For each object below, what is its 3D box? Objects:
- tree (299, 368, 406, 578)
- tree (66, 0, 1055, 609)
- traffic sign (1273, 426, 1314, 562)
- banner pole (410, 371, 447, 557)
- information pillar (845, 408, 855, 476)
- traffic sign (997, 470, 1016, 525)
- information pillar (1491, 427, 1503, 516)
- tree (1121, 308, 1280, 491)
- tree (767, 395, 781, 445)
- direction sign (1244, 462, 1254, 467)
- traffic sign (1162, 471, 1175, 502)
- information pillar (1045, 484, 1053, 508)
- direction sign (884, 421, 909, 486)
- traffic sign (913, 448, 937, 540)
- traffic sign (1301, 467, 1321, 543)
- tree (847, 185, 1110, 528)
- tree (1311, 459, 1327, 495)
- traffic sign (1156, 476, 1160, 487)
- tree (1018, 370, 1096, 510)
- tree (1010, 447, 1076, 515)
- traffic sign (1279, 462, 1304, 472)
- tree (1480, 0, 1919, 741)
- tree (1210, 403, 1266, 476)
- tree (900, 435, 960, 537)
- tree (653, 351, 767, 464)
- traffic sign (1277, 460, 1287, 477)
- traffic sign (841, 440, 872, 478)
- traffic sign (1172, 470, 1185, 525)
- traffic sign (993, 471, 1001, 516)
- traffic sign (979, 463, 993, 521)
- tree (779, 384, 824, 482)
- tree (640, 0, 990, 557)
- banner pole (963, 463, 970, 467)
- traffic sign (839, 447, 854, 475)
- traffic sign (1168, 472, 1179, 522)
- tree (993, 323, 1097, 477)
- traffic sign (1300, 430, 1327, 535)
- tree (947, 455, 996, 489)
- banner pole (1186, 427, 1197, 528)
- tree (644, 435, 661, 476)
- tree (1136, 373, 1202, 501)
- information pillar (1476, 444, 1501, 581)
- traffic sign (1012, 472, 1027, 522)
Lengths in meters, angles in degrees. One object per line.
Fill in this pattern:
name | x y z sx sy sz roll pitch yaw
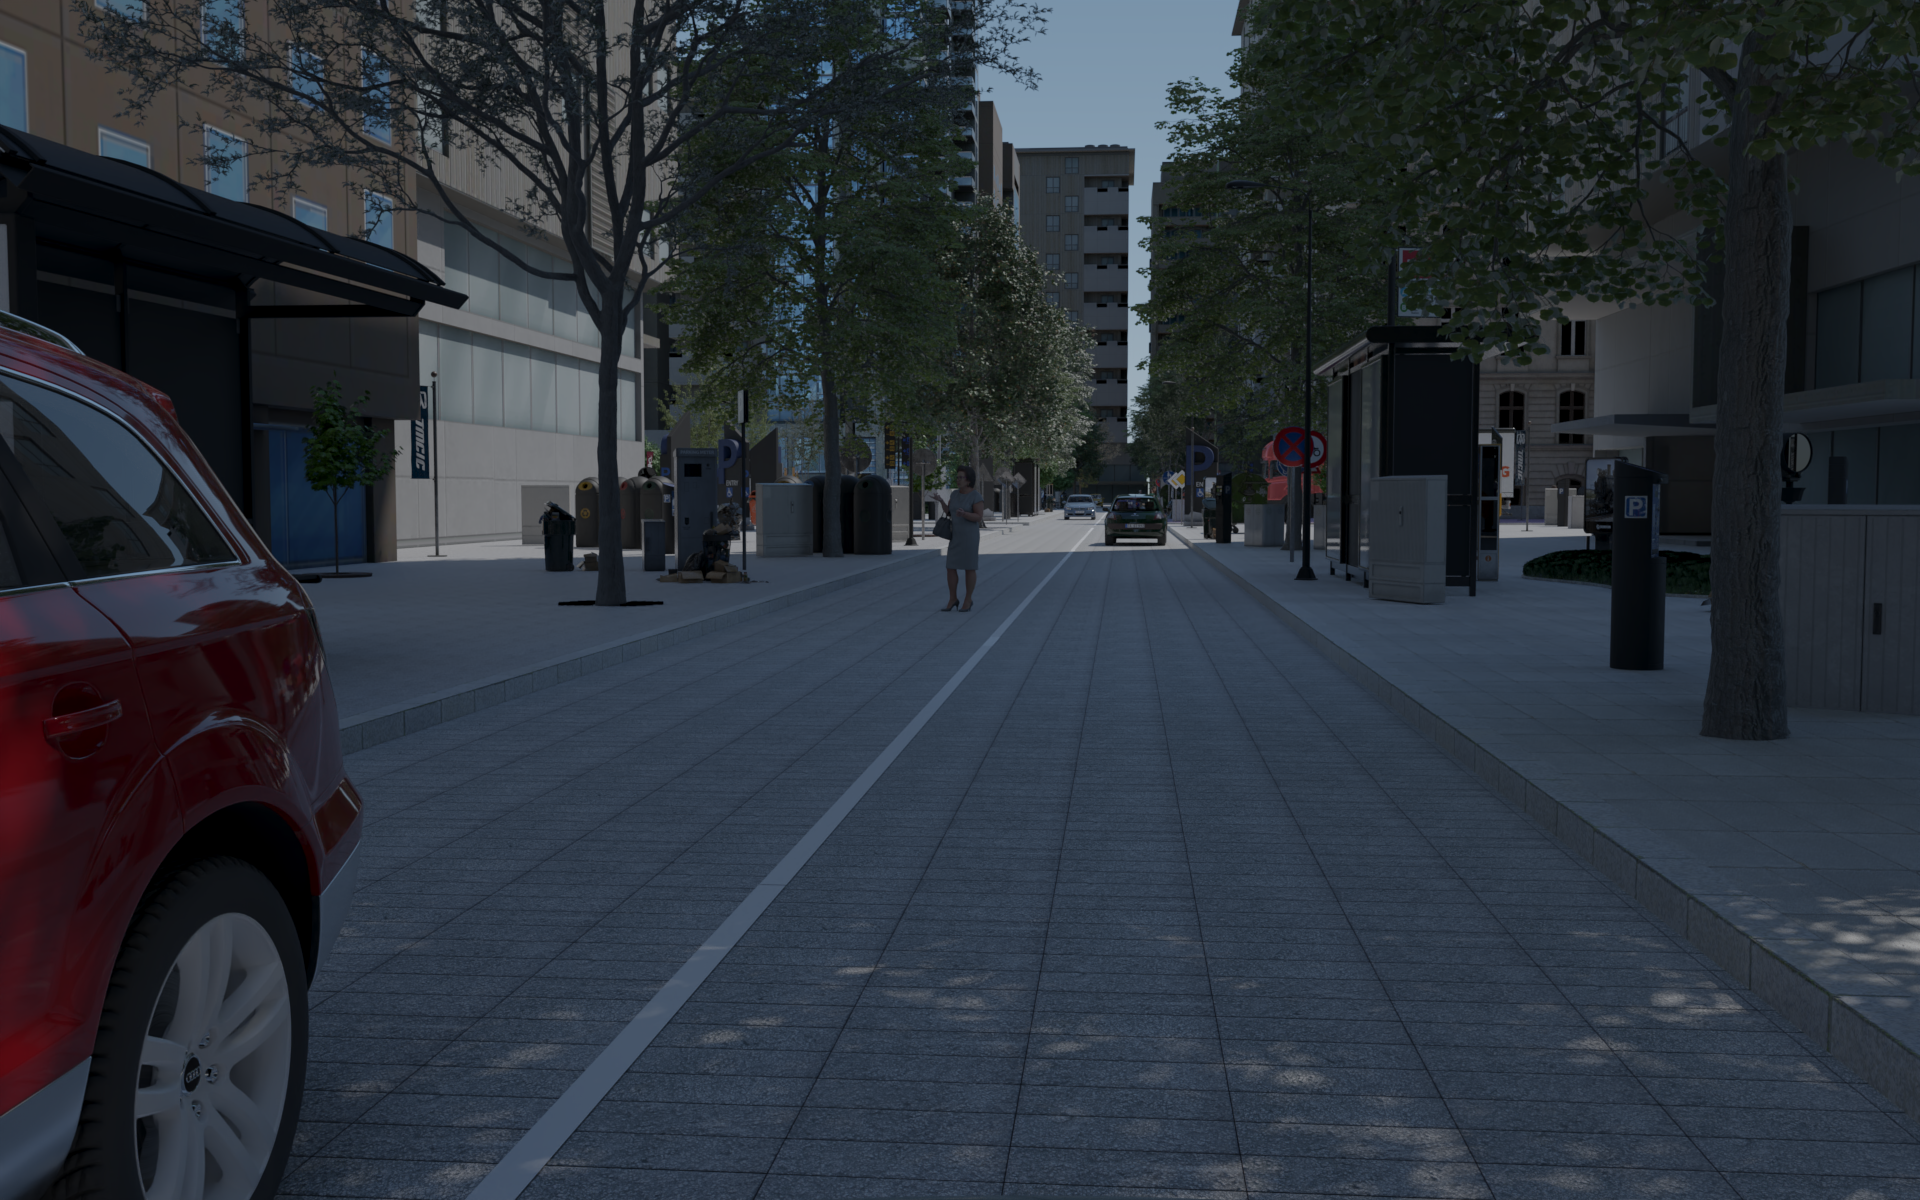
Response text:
tree | -9.652 -1.959 26.626 1.663 3.219 1.824 0 3 0
tree | -4.070 -6.688 19.721 12.009 13.543 11.850 0 3 0
traffic sign | 6.257 -1.985 32.566 0.768 2.556 0.104 1 4 9
banner pole | -10.845 -2.764 35.217 0.401 3.779 0.863 2 4 32
information pillar | -2.992 -3.414 47.177 0.183 3.616 0.504 -2 4 -29
traffic sign | 1.941 -4.190 72.142 0.795 2.450 0.064 0 4 5
information pillar | 18.534 -4.192 59.886 0.183 3.616 0.504 -2 4 -25
tree | 12.240 -9.203 84.884 7.601 10.594 8.767 -1 4 -11
tree | -14.181 -10.424 120.798 4.737 8.622 4.395 0 3 0
direction sign | 20.442 -7.998 122.772 0.379 3.537 0.876 -3 5 -40
traffic sign | 11.407 -5.767 94.395 0.768 2.556 0.104 1 4 12
information pillar | 6.612 -7.520 127.447 0.304 2.012 0.304 -2 4 -34
direction sign | -1.911 -3.788 53.929 0.876 3.537 0.379 -1 4 -9
traffic sign | -1.026 -2.941 48.190 0.768 2.556 0.104 0 4 6
traffic sign | 9.037 -2.784 45.518 0.884 2.594 0.081 1 4 13
tree | 0.512 -9.050 64.973 9.611 12.733 9.660 0 3 0
tree | 14.921 -4.589 69.636 1.663 3.219 1.824 0 3 0
traffic sign | 14.225 -7.491 122.576 0.768 2.556 0.104 1 4 14
tree | 7.632 -13.348 143.999 9.928 11.665 9.643 0 3 0
tree | 4.551 -7.615 108.226 4.285 4.588 4.351 0 3 0
traffic sign | 8.584 -2.718 44.542 0.768 2.556 0.104 1 4 14
tree | 4.308 -5.523 8.431 7.486 12.596 7.792 0 3 0
tree | 19.017 -10.297 118.717 4.737 8.622 4.395 0 3 0
tree | -1.134 -3.503 51.881 1.663 3.219 1.824 0 3 0
tree | -12.865 -8.336 86.659 4.737 8.622 4.395 0 3 0
traffic sign | 9.775 -3.137 51.398 0.768 2.556 0.104 0 4 6
traffic sign | -2.443 -2.485 40.734 0.768 2.556 0.104 1 4 14
traffic sign | 9.151 -4.147 71.444 0.795 2.450 0.064 0 4 5
traffic sign | 1.900 -6.056 99.017 0.884 2.594 0.081 1 4 10
traffic sign | 0.955 -4.433 72.484 0.884 2.594 0.081 1 4 13
tree | -10.396 -10.155 116.402 4.360 8.622 3.978 0 3 0
tree | -2.874 -7.122 34.575 7.486 12.596 7.792 0 3 0
banner pole | 0.382 -5.559 80.905 0.863 3.779 0.401 0 4 6
traffic sign | -2.978 -2.777 45.505 0.768 2.556 0.104 1 4 11
traffic sign | 9.900 -4.633 79.394 0.795 2.450 0.064 0 4 5
tree | 4.710 -12.997 119.155 9.857 13.997 8.962 0 3 0
traffic sign | 6.967 -2.108 34.576 0.768 2.556 0.104 1 4 8
tree | 0.466 -7.308 103.205 4.285 4.588 4.351 0 3 0
banner pole | 8.746 -4.603 65.282 0.401 3.779 0.863 0 4 6
tree | -17.458 -6.858 95.846 4.285 4.588 4.351 0 3 0
tree | 12.394 -9.228 101.239 4.360 8.622 3.978 0 3 0
information pillar | 7.779 -1.286 25.516 0.304 2.012 0.304 1 4 11
traffic sign | 2.690 -4.676 80.092 0.795 2.450 0.064 0 4 5
